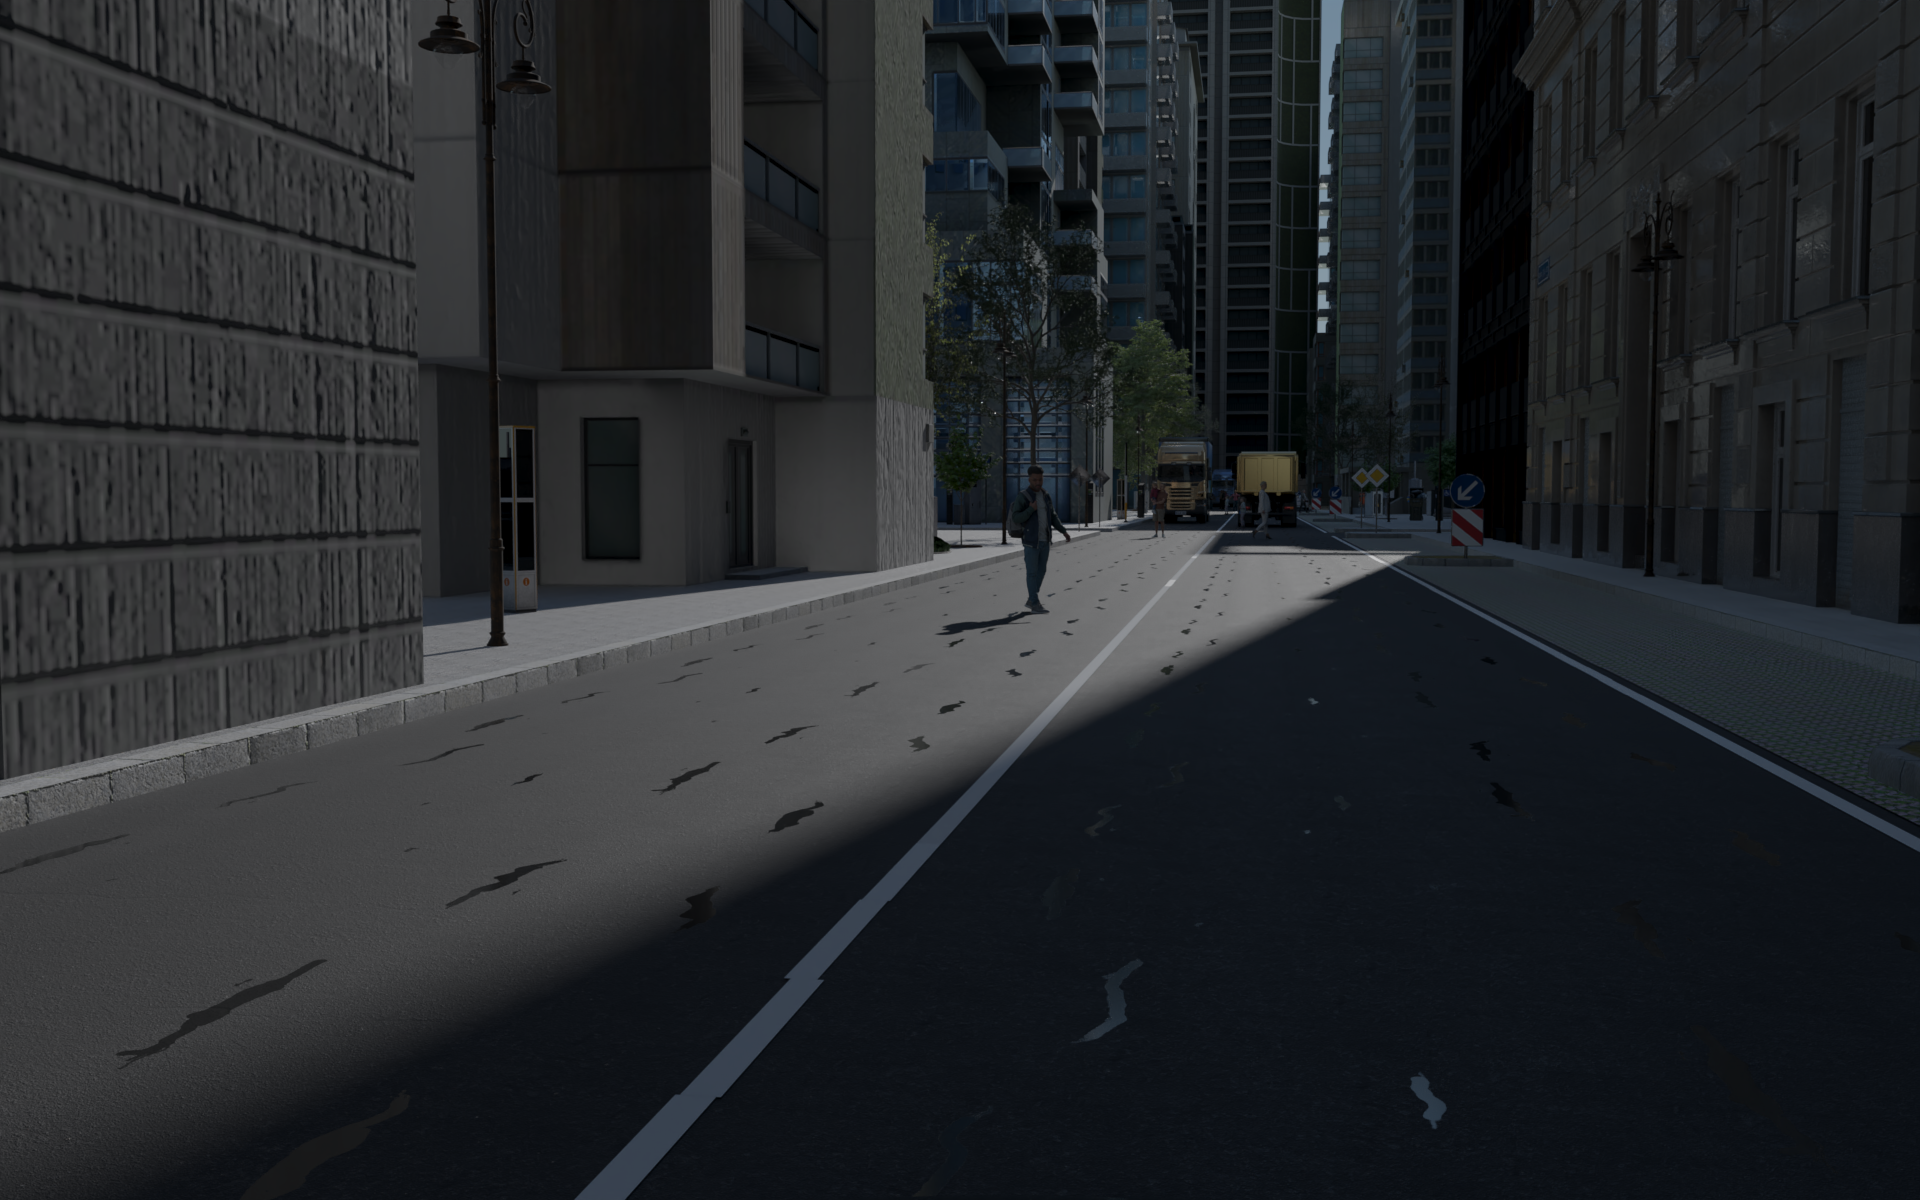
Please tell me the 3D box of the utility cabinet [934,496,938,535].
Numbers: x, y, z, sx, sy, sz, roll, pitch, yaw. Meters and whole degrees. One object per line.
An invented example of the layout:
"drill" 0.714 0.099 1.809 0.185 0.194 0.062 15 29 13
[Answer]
"utility cabinet" -1.161 -2.342 49.450 1.020 1.237 0.306 -1 4 -21

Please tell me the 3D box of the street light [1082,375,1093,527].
"street light" 4.901 -5.761 66.974 0.468 5.910 1.993 1 4 10

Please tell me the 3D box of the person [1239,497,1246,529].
"person" 11.713 -3.616 71.899 0.394 1.301 0.425 -1 4 -17

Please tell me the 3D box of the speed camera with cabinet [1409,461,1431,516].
"speed camera with cabinet" 27.798 -6.652 103.102 2.038 3.252 0.660 2 4 26

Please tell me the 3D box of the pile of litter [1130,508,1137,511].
"pile of litter" 13.429 -7.058 129.357 1.176 0.858 1.719 -1 4 -21

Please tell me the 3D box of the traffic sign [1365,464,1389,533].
"traffic sign" 13.758 -3.275 57.189 0.795 2.450 0.064 1 4 10

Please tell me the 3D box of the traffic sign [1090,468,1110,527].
"traffic sign" 5.385 -3.858 66.718 0.795 2.450 0.064 1 4 10

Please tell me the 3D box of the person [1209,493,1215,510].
"person" 22.811 -9.131 157.802 1.348 1.822 0.705 -3 5 -40

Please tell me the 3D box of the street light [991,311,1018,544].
"street light" 1.128 -4.353 43.963 0.468 5.910 1.993 1 4 10

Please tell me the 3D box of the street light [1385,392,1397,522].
"street light" 19.577 -6.490 78.902 0.468 5.910 1.993 1 4 10

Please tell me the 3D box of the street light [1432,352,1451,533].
"street light" 15.662 -5.118 56.464 0.468 5.910 1.993 1 4 10

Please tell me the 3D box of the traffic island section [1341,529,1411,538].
"traffic island section" 13.782 -2.140 57.262 2.009 0.180 2.903 1 4 10

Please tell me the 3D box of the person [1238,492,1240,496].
"person" 24.088 -8.531 148.702 0.721 1.735 1.217 1 4 9

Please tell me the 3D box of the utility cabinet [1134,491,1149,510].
"utility cabinet" 14.046 -7.671 134.092 1.173 1.500 0.318 -1 4 -21

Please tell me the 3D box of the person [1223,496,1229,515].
"person" 18.407 -6.540 119.705 0.394 1.301 0.425 0 4 6

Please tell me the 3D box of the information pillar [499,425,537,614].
"information pillar" -4.797 -0.871 18.728 0.304 2.012 0.304 2 4 35

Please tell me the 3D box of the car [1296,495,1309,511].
"car" 29.557 -8.525 151.750 2.083 1.381 4.827 0 4 8

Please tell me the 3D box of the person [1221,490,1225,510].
"person" 24.345 -9.280 160.366 0.705 1.807 1.348 0 4 1

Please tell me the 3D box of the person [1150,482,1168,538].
"person" 6.534 -2.976 57.128 0.580 1.828 0.573 -1 4 -12

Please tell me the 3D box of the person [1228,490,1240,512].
"person" 22.634 -8.136 142.237 1.217 1.743 0.721 0 4 4

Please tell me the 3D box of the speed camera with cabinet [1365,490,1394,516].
"speed camera with cabinet" 24.829 -6.611 102.426 2.038 3.252 0.660 -3 4 -38

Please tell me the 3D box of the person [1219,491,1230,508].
"person" 24.817 -9.364 162.322 1.217 1.743 0.721 3 4 37

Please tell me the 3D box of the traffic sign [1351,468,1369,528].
"traffic sign" 15.089 -3.757 65.063 0.795 2.450 0.064 1 4 10

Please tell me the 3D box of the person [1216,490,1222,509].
"person" 25.268 -9.727 167.544 0.705 1.823 1.348 -3 5 -42

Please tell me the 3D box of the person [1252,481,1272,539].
"person" 9.579 -2.848 54.940 0.818 1.842 0.514 -1 4 -17

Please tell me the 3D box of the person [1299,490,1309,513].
"person" 26.123 -7.495 131.448 0.834 1.777 0.661 2 4 27

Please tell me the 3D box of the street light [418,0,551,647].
"street light" -3.912 -2.550 14.475 0.468 5.910 1.993 1 4 10

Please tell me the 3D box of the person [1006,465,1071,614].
"person" 0.908 -0.732 20.822 0.721 1.781 0.623 3 5 39

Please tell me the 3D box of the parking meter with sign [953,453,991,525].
"parking meter with sign" 0.493 -4.661 72.461 1.738 3.016 0.543 -3 5 -43

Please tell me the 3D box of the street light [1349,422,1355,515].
"street light" 24.570 -8.298 108.456 0.468 5.910 1.993 1 4 10

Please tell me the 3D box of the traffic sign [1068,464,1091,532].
"traffic sign" 4.054 -3.376 58.844 0.795 2.450 0.064 1 4 10

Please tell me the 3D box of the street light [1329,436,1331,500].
"street light" 29.584 -10.132 138.439 0.468 5.910 1.993 1 4 10

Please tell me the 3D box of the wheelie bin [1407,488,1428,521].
"wheelie bin" 22.023 -4.621 83.456 0.980 1.594 0.693 1 4 17

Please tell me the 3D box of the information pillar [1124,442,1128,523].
"information pillar" 7.487 -5.307 78.125 0.183 3.616 0.504 0 4 3

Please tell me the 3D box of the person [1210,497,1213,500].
"person" 21.265 -8.499 148.240 0.721 1.735 1.217 3 5 44

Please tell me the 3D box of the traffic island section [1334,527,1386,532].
"traffic island section" 15.114 -2.621 65.136 2.009 0.180 2.903 1 4 10

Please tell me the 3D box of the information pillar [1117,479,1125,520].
"information pillar" 8.089 -5.044 86.968 0.304 2.012 0.304 3 5 41

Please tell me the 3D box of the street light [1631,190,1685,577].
"street light" 10.709 -3.299 26.729 0.468 5.910 1.993 1 4 10

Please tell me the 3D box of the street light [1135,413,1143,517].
"street light" 9.947 -7.564 96.461 0.468 5.910 1.993 1 4 10
